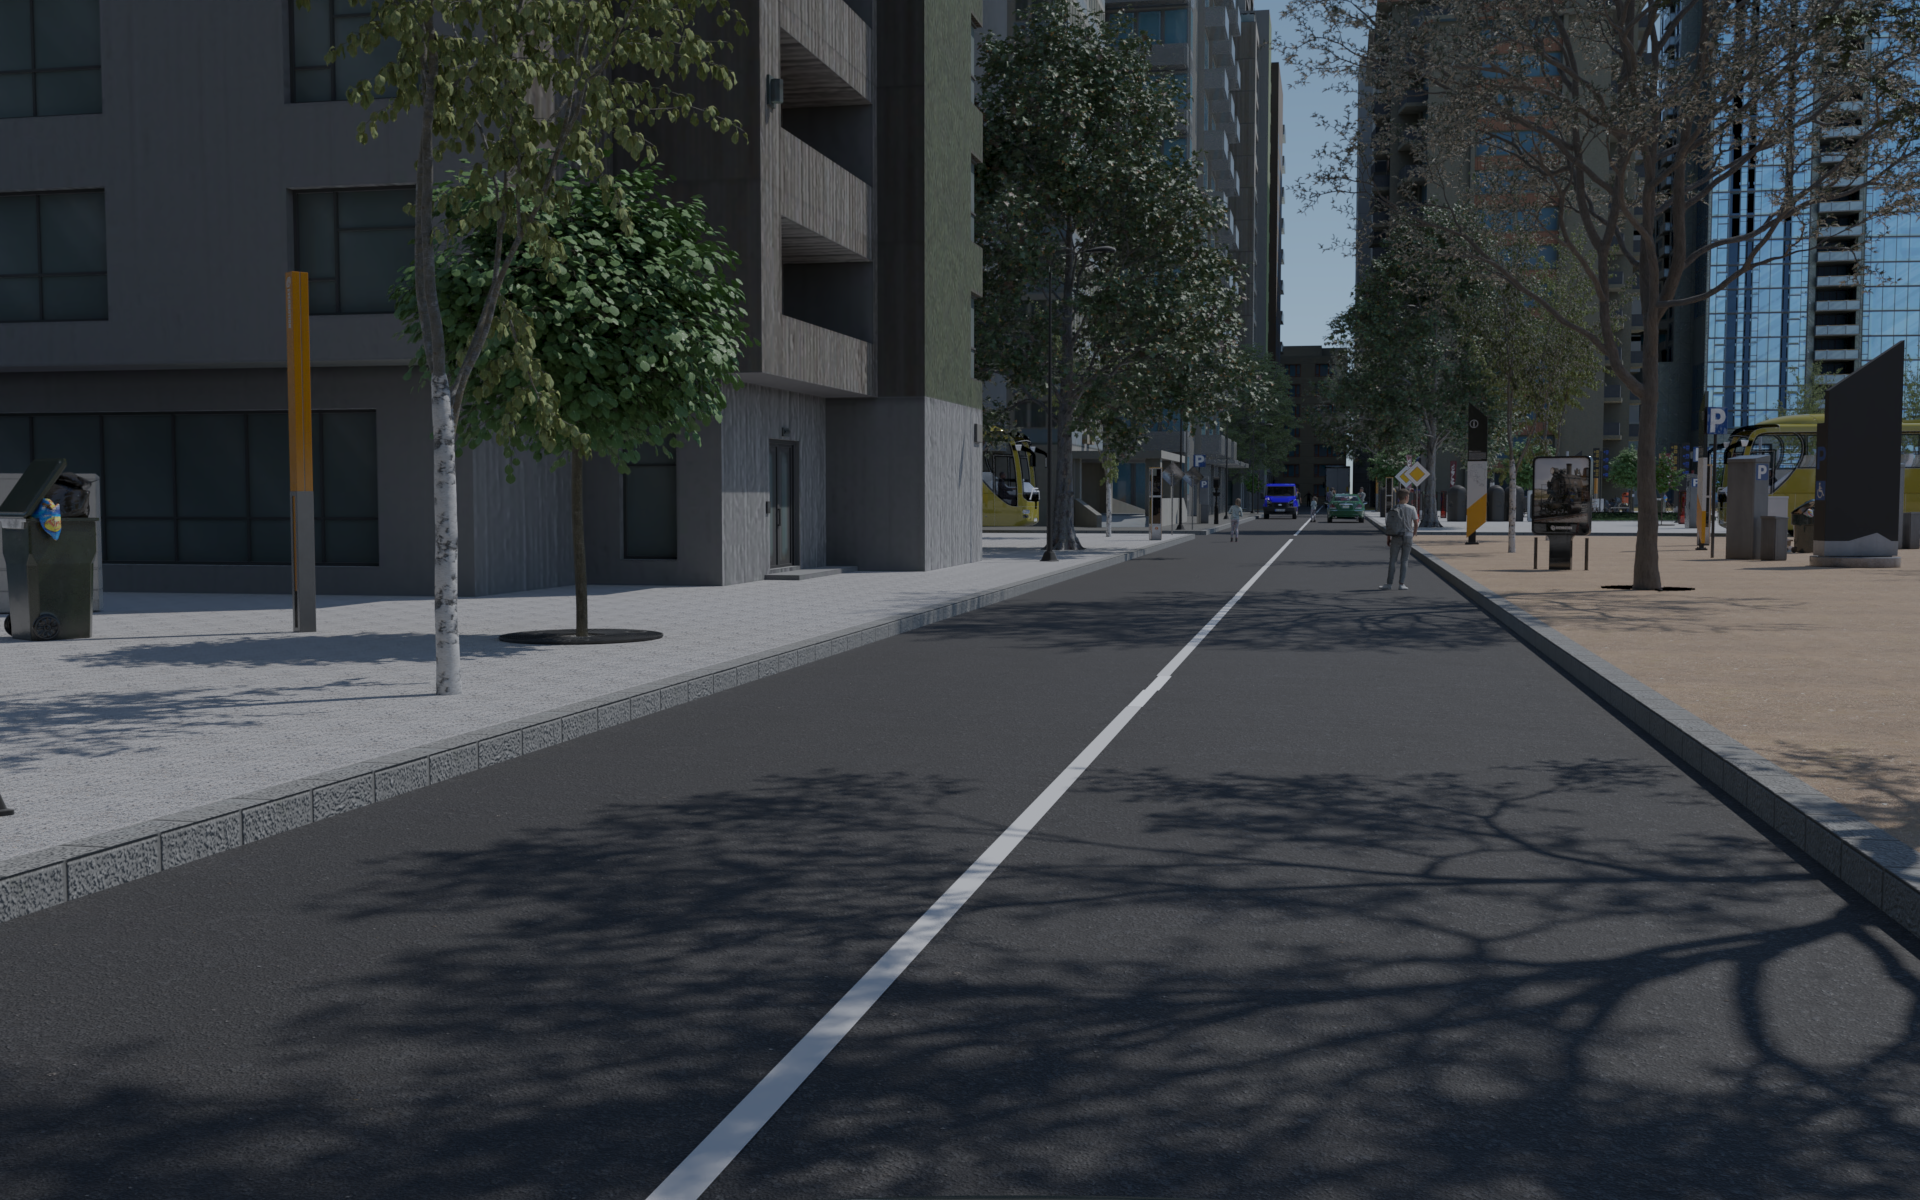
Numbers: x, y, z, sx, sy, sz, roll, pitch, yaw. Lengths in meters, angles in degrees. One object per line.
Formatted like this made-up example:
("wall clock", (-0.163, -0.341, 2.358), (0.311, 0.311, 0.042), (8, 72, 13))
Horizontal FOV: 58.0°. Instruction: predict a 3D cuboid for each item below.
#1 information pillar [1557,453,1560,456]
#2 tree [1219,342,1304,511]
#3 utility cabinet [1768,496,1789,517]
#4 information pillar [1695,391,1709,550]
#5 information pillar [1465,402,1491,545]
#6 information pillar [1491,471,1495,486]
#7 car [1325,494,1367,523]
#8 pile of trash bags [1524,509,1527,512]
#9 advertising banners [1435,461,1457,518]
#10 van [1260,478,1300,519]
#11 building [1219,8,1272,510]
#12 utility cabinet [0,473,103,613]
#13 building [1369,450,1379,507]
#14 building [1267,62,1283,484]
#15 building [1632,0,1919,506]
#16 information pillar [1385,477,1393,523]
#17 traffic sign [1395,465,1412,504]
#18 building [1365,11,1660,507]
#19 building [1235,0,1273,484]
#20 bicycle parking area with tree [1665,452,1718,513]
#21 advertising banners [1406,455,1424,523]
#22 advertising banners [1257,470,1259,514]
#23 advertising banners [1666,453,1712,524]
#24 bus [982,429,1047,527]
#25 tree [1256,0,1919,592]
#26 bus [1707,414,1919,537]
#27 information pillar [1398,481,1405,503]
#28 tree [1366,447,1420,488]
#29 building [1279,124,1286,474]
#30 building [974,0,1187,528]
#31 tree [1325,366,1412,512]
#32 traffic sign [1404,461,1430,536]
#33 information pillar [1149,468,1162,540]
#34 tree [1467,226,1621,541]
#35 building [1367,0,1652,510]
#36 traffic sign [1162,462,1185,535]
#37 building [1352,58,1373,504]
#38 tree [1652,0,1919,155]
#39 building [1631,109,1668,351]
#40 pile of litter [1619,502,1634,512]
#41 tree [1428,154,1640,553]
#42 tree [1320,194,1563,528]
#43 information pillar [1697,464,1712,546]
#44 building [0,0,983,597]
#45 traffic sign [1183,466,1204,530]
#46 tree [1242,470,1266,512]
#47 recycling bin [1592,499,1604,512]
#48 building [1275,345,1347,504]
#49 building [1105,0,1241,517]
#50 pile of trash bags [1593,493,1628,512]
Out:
("information pillar", (33.982, -6.568, 98.734), (0.183, 3.616, 0.504), (-1, 4, -13))
("tree", (22.108, -12.943, 129.750), (7.486, 12.596, 7.792), (0, 3, 0))
("utility cabinet", (21.577, -2.136, 46.080), (1.020, 1.237, 0.306), (-2, 4, -30))
("information pillar", (16.966, -2.949, 39.574), (0.183, 3.616, 0.504), (1, 4, 9))
("information pillar", (13.100, -3.215, 43.918), (0.504, 3.616, 0.183), (1, 4, 19))
("information pillar", (38.662, -8.223, 125.804), (0.183, 3.616, 0.504), (-1, 4, -11))
("car", (19.543, -4.644, 87.734), (2.131, 1.459, 4.920), (1, 4, 12))
("pile of trash bags", (40.440, -6.842, 121.627), (1.912, 1.369, 3.447), (1, 4, 19))
("advertising banners", (25.625, -5.846, 91.775), (0.090, 3.025, 2.074), (-1, 4, -22))
("van", (18.621, -5.881, 100.530), (2.240, 2.365, 5.245), (1, 4, 11))
("building", (18.224, -28.125, 143.433), (14.154, 41.232, 14.086), (1, 4, 12))
("utility cabinet", (-9.924, -0.611, 18.671), (1.173, 1.500, 0.318), (-1, 4, -19))
("building", (48.181, -24.530, 172.759), (14.160, 30.474, 14.107), (1, 4, 12))
("building", (25.820, -32.307, 178.324), (14.600, 45.320, 14.200), (1, 4, 12))
("building", (89.970, -53.430, 186.253), (31.000, 86.520, 22.319), (1, 4, 12))
("information pillar", (18.743, -4.352, 75.655), (0.304, 2.012, 0.304), (1, 4, 16))
("traffic sign", (15.551, -3.471, 60.401), (0.795, 2.450, 0.064), (1, 4, 12))
("building", (59.250, -36.801, 190.937), (28.713, 52.752, 27.495), (1, 4, 12))
("building", (18.740, -44.151, 160.121), (20.563, 71.187, 20.611), (1, 4, 12))
("bicycle parking area with tree", (51.863, -8.069, 118.928), (8.231, 4.147, 9.016), (-1, 4, -20))
("advertising banners", (20.423, -4.964, 77.357), (0.090, 3.025, 2.074), (3, 5, 44))
("advertising banners", (19.360, -7.111, 112.454), (0.090, 3.025, 2.074), (1, 4, 8))
("advertising banners", (30.826, -4.731, 73.539), (2.074, 3.025, 0.090), (1, 4, 17))
("bus", (-3.124, -4.214, 60.442), (12.252, 3.916, 2.896), (1, 4, 13))
("tree", (9.051, -6.875, 22.782), (12.009, 13.543, 11.850), (0, 3, 0))
("bus", (29.581, -3.754, 52.927), (12.252, 3.916, 2.896), (1, 4, 12))
("information pillar", (22.071, -5.017, 86.516), (0.304, 2.012, 0.304), (0, 4, -3))
("tree", (25.172, -7.077, 99.429), (4.285, 4.588, 4.351), (0, 3, 0))
("building", (21.848, -35.508, 200.167), (30.456, 49.044, 23.786), (1, 4, 12))
("building", (-6.648, -23.491, 75.965), (32.217, 40.220, 23.993), (1, 4, 12))
("tree", (29.897, -12.088, 123.394), (9.928, 11.665, 9.643), (0, 3, 0))
("traffic sign", (13.866, -2.994, 52.595), (0.795, 2.450, 0.064), (1, 4, 12))
("information pillar", (5.422, -2.663, 48.037), (0.304, 2.012, 0.304), (0, 4, -7))
("tree", (16.237, -5.956, 47.744), (4.737, 8.622, 4.395), (0, 3, 0))
("building", (46.917, -30.326, 150.451), (22.147, 44.769, 28.867), (1, 4, 12))
("traffic sign", (6.642, -3.090, 54.169), (0.795, 2.450, 0.064), (1, 4, 12))
("building", (65.345, -41.626, 222.591), (28.212, 58.520, 21.231), (1, 4, 12))
("tree", (5.193, -4.451, 7.179), (8.767, 10.594, 7.601), (3, 5, 43))
("building", (90.627, -36.274, 216.776), (21.600, 48.544, 21.300), (1, 4, 12))
("pile of litter", (34.927, -4.693, 90.698), (1.176, 0.858, 1.719), (-2, 4, -29))
("tree", (12.274, -5.332, 37.545), (4.360, 8.622, 3.978), (0, 3, 0))
("tree", (18.082, -9.130, 66.288), (9.611, 12.733, 9.660), (0, 3, 0))
("information pillar", (18.558, -2.366, 43.172), (0.304, 2.012, 0.304), (2, 4, 26))
("building", (-7.882, -15.622, 27.123), (14.160, 30.474, 14.107), (1, 4, 12))
("traffic sign", (8.327, -3.568, 61.975), (0.795, 2.450, 0.064), (1, 4, 12))
("tree", (21.173, -7.945, 124.508), (1.663, 3.219, 1.824), (0, 3, 0))
("recycling bin", (33.865, -4.892, 92.532), (0.722, 1.027, 0.722), (-3, 4, -36))
("building", (37.022, -23.689, 232.352), (28.899, 21.520, 27.650), (1, 4, 12))
("building", (5.937, -29.929, 108.955), (23.786, 49.044, 30.456), (1, 4, 12))
("pile of trash bags", (45.017, -6.730, 119.781), (1.912, 1.369, 3.447), (-2, 4, -24))
